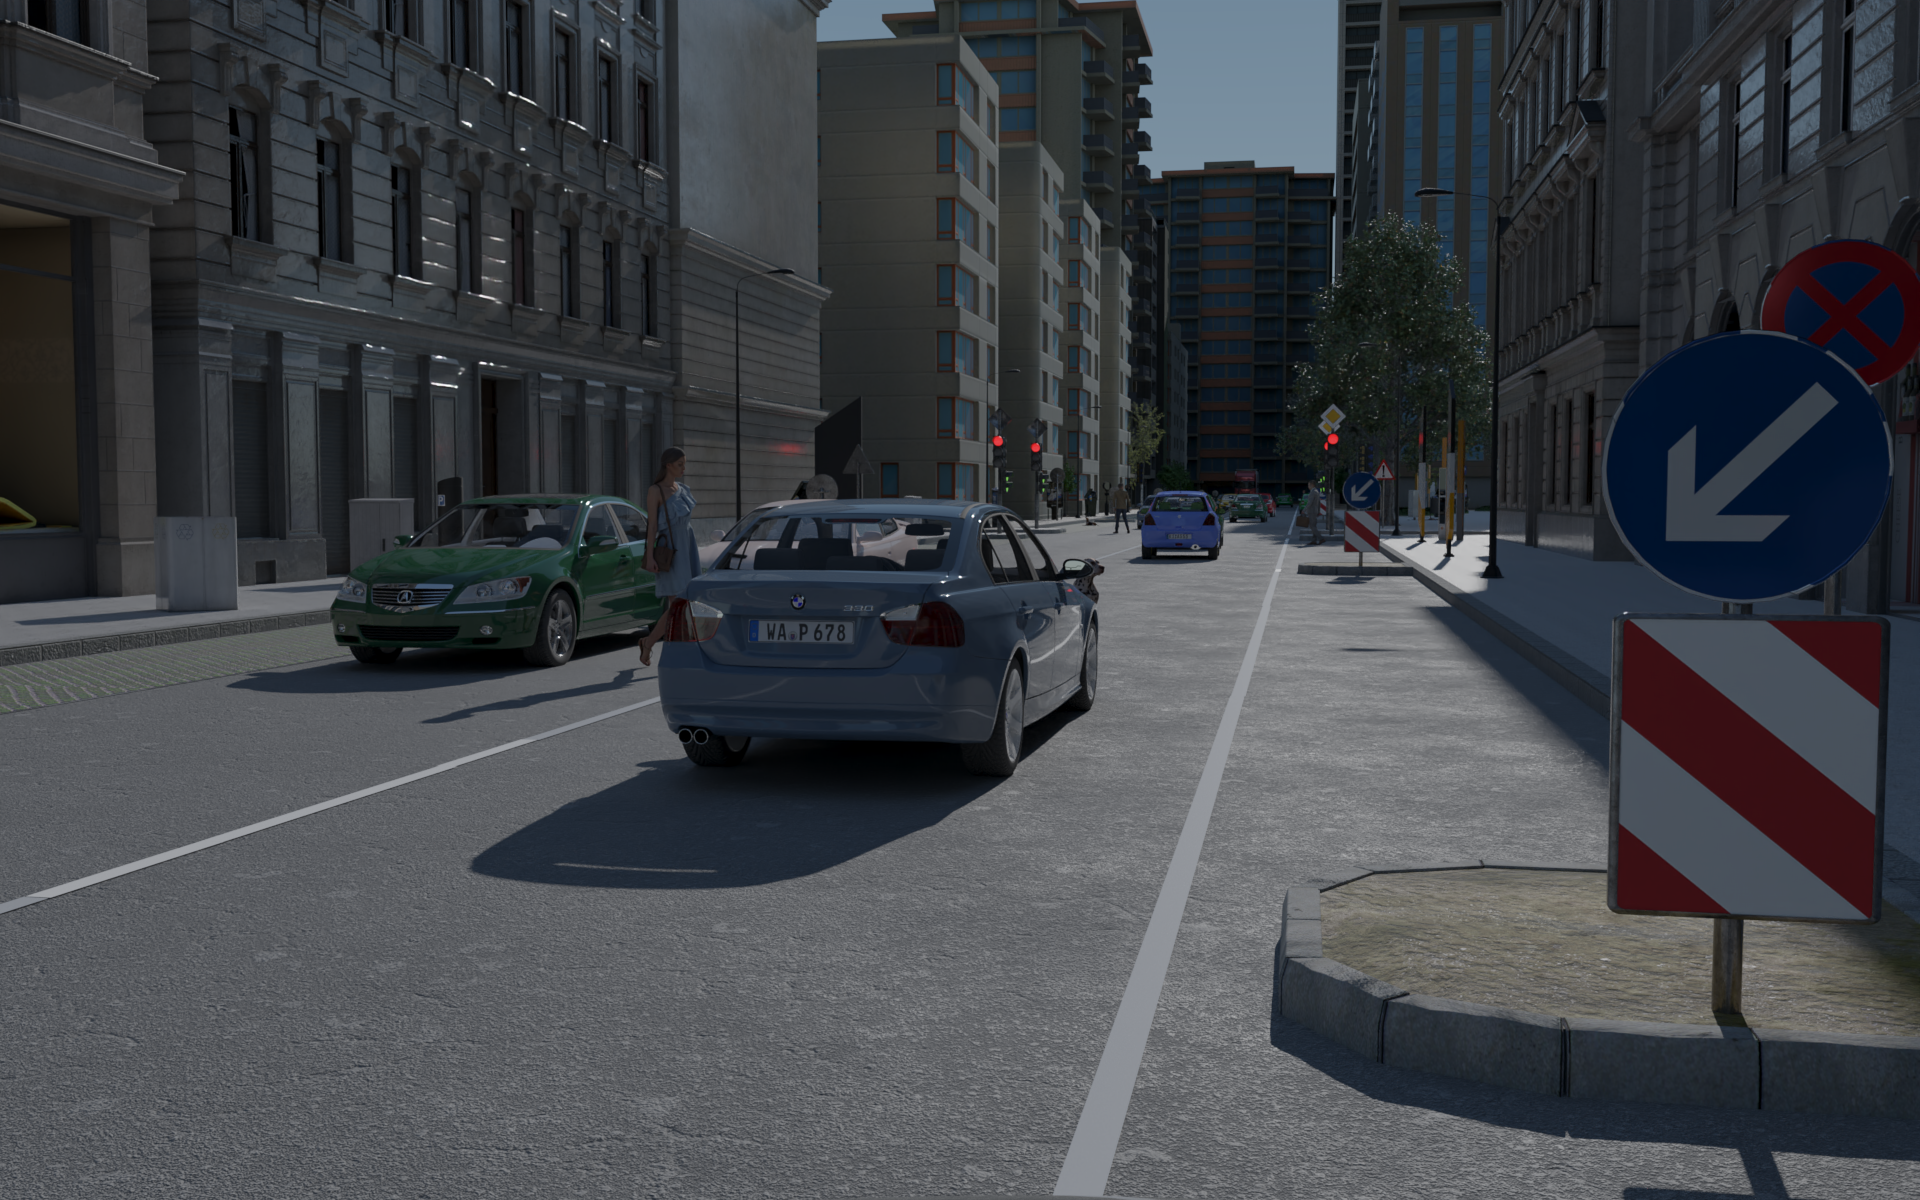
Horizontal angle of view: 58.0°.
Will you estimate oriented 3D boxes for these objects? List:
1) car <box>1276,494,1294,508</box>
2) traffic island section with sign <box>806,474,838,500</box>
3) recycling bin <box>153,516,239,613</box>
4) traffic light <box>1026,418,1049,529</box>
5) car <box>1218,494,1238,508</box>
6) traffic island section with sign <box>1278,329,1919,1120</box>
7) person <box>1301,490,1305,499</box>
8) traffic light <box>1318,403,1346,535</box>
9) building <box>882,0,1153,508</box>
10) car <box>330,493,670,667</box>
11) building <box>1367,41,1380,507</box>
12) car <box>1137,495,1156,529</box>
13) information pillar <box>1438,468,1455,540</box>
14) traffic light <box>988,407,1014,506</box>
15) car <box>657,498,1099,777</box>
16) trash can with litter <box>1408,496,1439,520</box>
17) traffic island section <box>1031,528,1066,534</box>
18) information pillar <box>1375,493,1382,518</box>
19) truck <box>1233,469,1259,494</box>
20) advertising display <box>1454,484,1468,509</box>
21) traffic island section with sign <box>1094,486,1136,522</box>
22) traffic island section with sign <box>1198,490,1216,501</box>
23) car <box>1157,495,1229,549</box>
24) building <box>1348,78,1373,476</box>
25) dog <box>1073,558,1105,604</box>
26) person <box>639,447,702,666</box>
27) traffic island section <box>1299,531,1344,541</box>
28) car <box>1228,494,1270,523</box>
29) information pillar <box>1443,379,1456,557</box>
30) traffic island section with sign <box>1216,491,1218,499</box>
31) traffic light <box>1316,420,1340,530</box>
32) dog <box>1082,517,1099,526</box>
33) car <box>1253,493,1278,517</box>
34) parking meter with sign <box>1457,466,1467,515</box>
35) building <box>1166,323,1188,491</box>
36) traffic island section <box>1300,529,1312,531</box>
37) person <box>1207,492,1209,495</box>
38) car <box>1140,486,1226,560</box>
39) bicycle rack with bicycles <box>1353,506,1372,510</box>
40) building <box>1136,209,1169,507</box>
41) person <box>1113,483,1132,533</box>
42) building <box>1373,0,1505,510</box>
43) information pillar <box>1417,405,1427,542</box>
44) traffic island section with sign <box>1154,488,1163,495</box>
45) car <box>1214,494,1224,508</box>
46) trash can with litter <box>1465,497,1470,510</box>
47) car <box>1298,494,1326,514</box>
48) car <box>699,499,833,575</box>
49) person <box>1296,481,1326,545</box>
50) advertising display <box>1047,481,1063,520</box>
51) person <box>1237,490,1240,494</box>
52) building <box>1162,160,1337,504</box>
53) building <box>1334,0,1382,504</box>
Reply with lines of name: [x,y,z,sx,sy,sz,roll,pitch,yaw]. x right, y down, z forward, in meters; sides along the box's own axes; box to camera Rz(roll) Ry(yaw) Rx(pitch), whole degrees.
car: [34.702,-10.778,185.020,1.959,1.807,4.718,1,4,12]
traffic island section with sign: [-2.794,-1.537,33.763,1.989,1.847,2.006,1,4,11]
recycling bin: [-8.470,-0.406,19.199,0.722,1.027,0.722,-3,4,-36]
traffic light: [2.839,-4.572,63.681,0.839,4.253,0.868,1,4,11]
car: [21.965,-7.965,140.447,2.015,1.641,3.980,1,4,12]
traffic island section with sign: [1.941,0.223,4.976,1.989,1.847,2.006,1,4,11]
person: [29.954,-8.691,151.143,0.434,1.755,0.990,2,4,27]
traffic light: [11.559,-3.971,53.843,0.839,4.253,0.868,1,4,11]
building: [5.424,-30.585,154.683,22.147,44.769,28.867,1,4,11]
car: [-3.927,-0.257,15.994,2.131,1.459,4.920,1,4,11]
building: [50.700,-33.440,166.357,23.786,49.044,30.456,1,4,11]
car: [8.414,-3.675,72.090,2.014,1.417,4.499,1,4,12]
information pillar: [13.503,-2.665,48.066,0.304,2.012,0.304,-2,4,-27]
traffic light: [1.292,-4.093,55.846,0.839,4.253,0.868,1,4,11]
car: [-0.284,0.110,10.208,2.014,1.417,4.499,1,4,13]
trash can with litter: [22.875,-4.512,84.832,2.233,1.210,1.678,0,4,-7]
traffic island section: [2.802,-2.541,63.823,2.009,0.180,2.903,1,4,11]
information pillar: [21.294,-5.106,87.972,0.304,2.012,0.304,2,4,30]
truck: [32.494,-12.688,196.361,2.839,4.237,11.283,1,4,11]
advertising display: [33.471,-6.770,115.897,0.974,1.923,0.123,2,4,34]
traffic island section with sign: [7.924,-4.855,88.015,1.989,1.847,2.006,1,4,11]
traffic island section with sign: [22.860,-9.479,163.610,1.989,1.847,2.006,1,4,11]
car: [6.181,-2.137,46.743,2.131,1.459,4.920,1,4,10]
building: [54.501,-34.765,192.114,21.300,48.544,21.600,1,4,11]
dog: [1.179,-0.005,16.918,0.513,0.831,0.800,1,4,8]
person: [-2.371,-0.332,14.018,0.778,1.811,0.616,2,4,35]
traffic island section: [11.596,-1.937,53.949,2.009,0.180,2.903,1,4,11]
car: [14.791,-4.704,88.707,2.131,1.459,4.920,1,4,12]
information pillar: [9.988,-2.684,35.243,0.183,3.616,0.504,1,4,8]
traffic island section with sign: [28.068,-11.097,190.059,1.989,1.847,2.006,1,4,11]
traffic light: [13.106,-4.450,61.677,0.839,4.253,0.868,1,4,11]
dog: [5.862,-3.520,77.745,0.550,0.427,0.748,-2,4,-35]
car: [18.861,-6.098,108.746,2.155,1.783,4.494,1,4,13]
parking meter with sign: [30.921,-6.766,106.891,0.543,3.016,1.738,1,4,18]
building: [10.810,-21.701,199.856,28.899,21.520,27.650,1,4,11]
traffic island section: [13.143,-2.416,61.783,2.009,0.180,2.903,1,4,11]
person: [31.194,-12.795,218.426,0.721,1.735,1.217,-1,4,-23]
car: [5.031,-1.812,39.220,1.945,1.707,3.694,1,4,9]
bicycle rack with bicycles: [28.576,-6.599,121.275,2.925,0.926,2.852,0,4,-5]
building: [13.471,-24.691,175.396,14.160,30.474,14.107,1,4,11]
person: [5.917,-3.345,63.102,0.656,1.842,0.836,-2,4,-35]
building: [42.314,-30.279,145.173,14.600,45.320,14.200,1,4,11]
information pillar: [12.293,-3.346,46.057,0.183,3.616,0.504,0,4,3]
traffic island section with sign: [13.176,-6.483,114.632,1.989,1.847,2.006,1,4,11]
car: [24.470,-9.019,159.256,2.131,1.459,4.920,1,4,12]
trash can with litter: [38.811,-7.424,132.766,0.624,1.170,1.055,1,4,8]
car: [25.300,-7.073,124.447,1.959,1.807,4.718,1,4,11]
car: [-1.779,-0.503,20.587,2.083,1.381,4.827,1,4,13]
person: [9.947,-2.463,48.896,0.853,1.813,0.709,2,4,24]
advertising display: [4.761,-4.994,86.869,0.974,1.923,0.123,3,5,42]
person: [28.192,-10.182,175.115,0.705,1.807,1.348,0,4,1]
building: [35.055,-35.230,230.630,28.867,44.769,22.147,1,4,11]
building: [59.571,-48.198,226.285,20.611,71.187,20.563,1,4,11]
